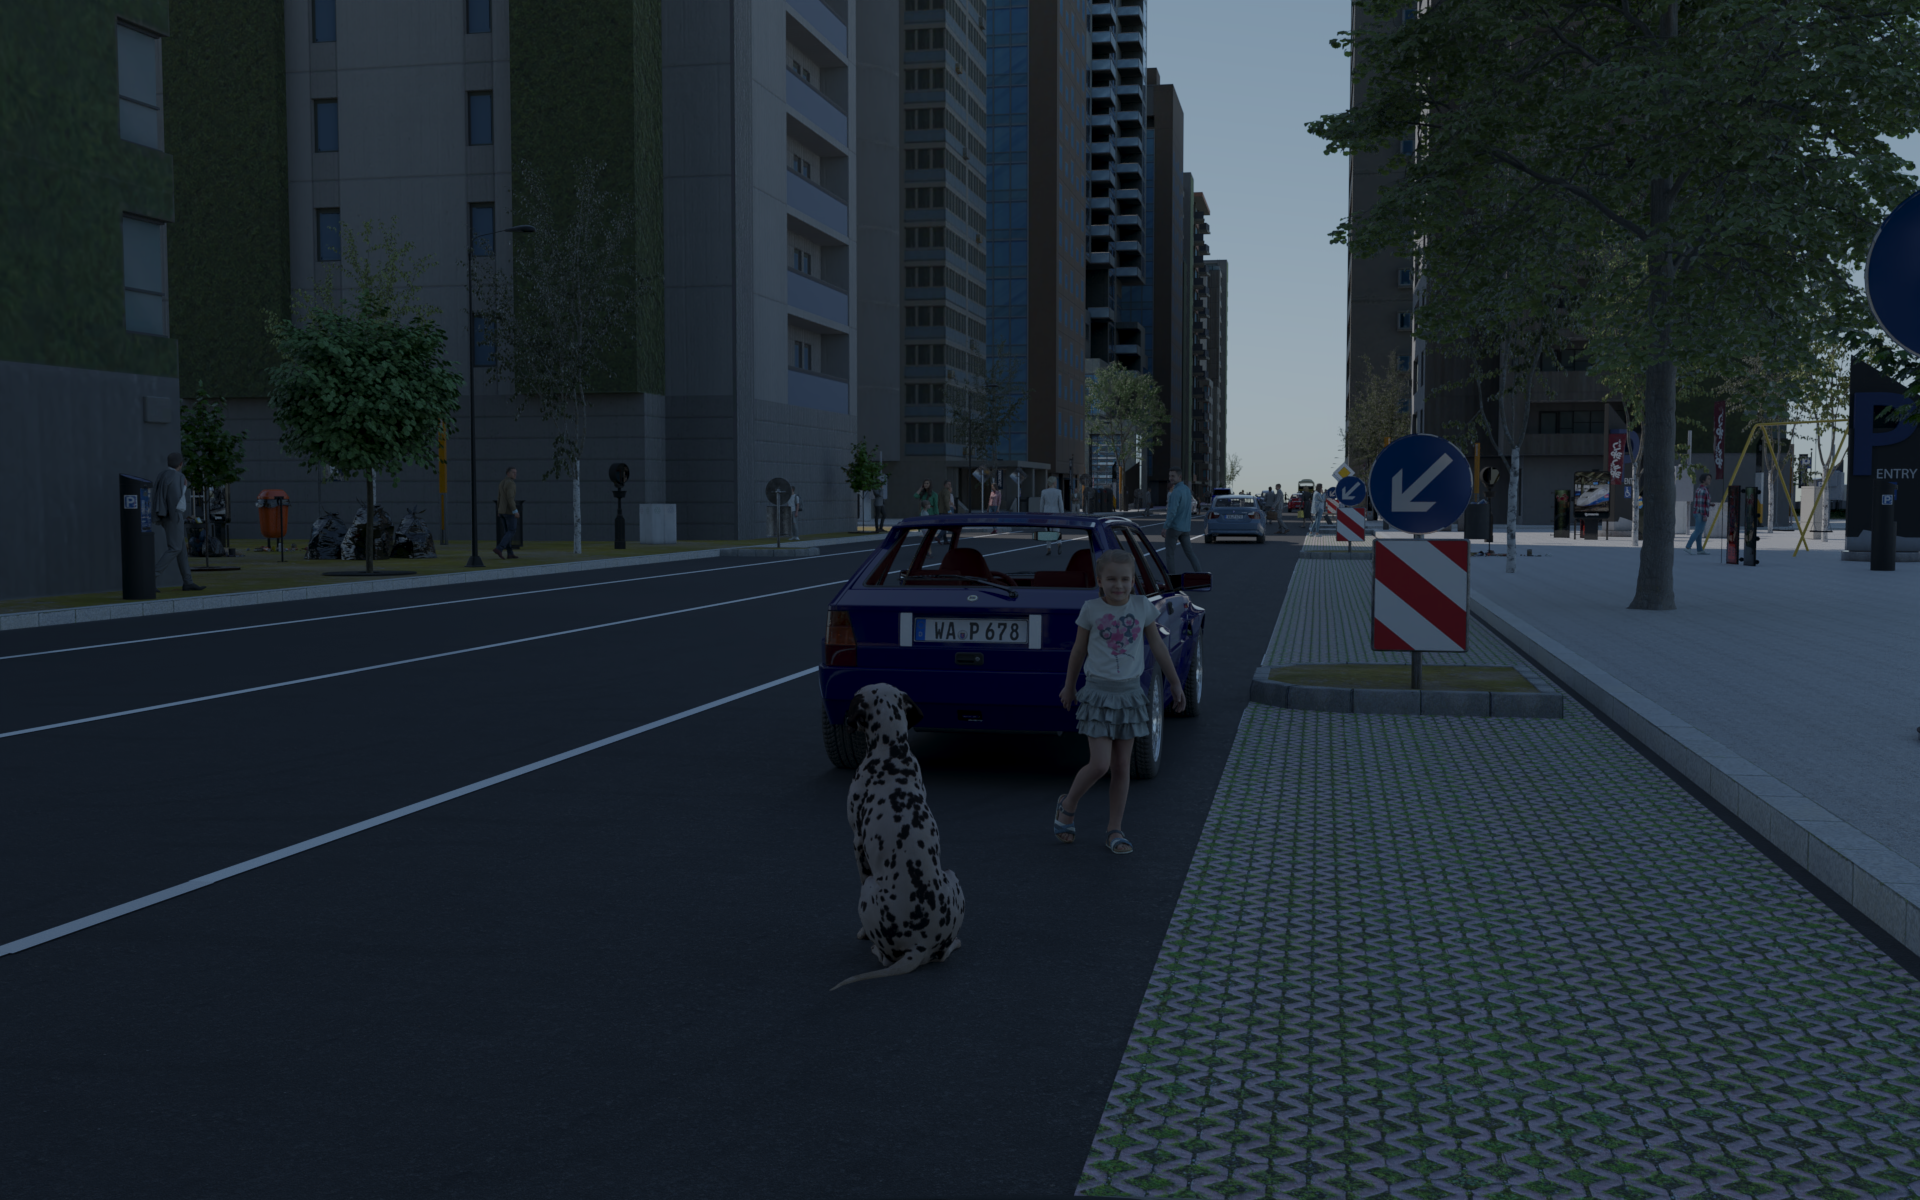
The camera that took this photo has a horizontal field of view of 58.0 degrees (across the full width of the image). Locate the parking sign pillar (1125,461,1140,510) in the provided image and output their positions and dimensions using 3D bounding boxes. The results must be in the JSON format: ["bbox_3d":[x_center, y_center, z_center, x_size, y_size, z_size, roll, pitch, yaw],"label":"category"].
[{"bbox_3d":[14.159,-9.454,143.044,1.447,3.967,1.447,-1,4,-18],"label":"parking sign pillar"}]

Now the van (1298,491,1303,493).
[{"bbox_3d":[53.334,-16.051,269.452,2.013,2.044,4.112,1,4,13],"label":"van"}]

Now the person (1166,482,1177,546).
[{"bbox_3d":[5.908,-2.360,47.653,0.524,1.755,0.480,0,4,-2],"label":"person"}]

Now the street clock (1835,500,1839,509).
[{"bbox_3d":[58.363,-6.766,115.199,0.358,2.002,0.471,-2,4,-23],"label":"street clock"}]

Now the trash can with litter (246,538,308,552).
[{"bbox_3d":[-15.296,-1.724,39.239,1.678,1.210,2.233,0,4,1],"label":"trash can with litter"}]

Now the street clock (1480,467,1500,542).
[{"bbox_3d":[14.045,-2.531,45.951,0.471,2.002,0.358,0,4,-1],"label":"street clock"}]

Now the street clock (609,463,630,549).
[{"bbox_3d":[-7.923,-2.186,40.310,0.358,2.002,0.471,2,4,32],"label":"street clock"}]

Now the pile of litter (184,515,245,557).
[{"bbox_3d":[-15.518,-1.317,35.495,1.719,0.858,1.176,2,4,24],"label":"pile of litter"}]

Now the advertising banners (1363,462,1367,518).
[{"bbox_3d":[21.895,-5.927,93.102,0.090,3.025,2.074,0,4,2],"label":"advertising banners"}]

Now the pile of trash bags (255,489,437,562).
[{"bbox_3d":[-12.123,-1.477,33.900,1.912,1.369,3.447,3,4,37],"label":"pile of trash bags"}]

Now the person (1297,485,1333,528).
[{"bbox_3d":[15.140,-3.977,73.744,1.509,1.804,0.699,1,4,10],"label":"person"}]

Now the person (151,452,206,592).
[{"bbox_3d":[-10.326,-1.014,22.731,0.850,1.850,0.679,-3,5,-42],"label":"person"}]

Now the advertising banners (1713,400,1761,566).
[{"bbox_3d":[14.138,-2.165,31.588,0.090,3.025,2.074,0,4,2],"label":"advertising banners"}]

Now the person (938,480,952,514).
[{"bbox_3d":[-0.429,-2.472,48.832,0.656,1.842,0.836,2,4,34],"label":"person"}]

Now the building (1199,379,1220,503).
[{"bbox_3d":[26.674,-26.362,276.061,27.650,21.520,28.899,1,4,12],"label":"building"}]

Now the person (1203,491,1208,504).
[{"bbox_3d":[33.055,-13.786,232.169,1.217,1.735,0.721,-2,4,-33],"label":"person"}]

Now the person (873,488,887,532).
[{"bbox_3d":[-2.726,-3.231,59.056,0.473,1.802,0.592,2,4,29],"label":"person"}]

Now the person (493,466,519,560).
[{"bbox_3d":[-8.904,-1.723,34.121,0.656,1.842,0.836,1,4,21],"label":"person"}]

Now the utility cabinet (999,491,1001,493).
[{"bbox_3d":[1.986,-6.043,107.481,1.173,1.500,0.318,3,5,42],"label":"utility cabinet"}]

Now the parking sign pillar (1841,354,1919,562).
[{"bbox_3d":[17.721,-2.732,33.134,1.447,3.967,1.447,1,4,22],"label":"parking sign pillar"}]

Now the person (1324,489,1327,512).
[{"bbox_3d":[28.697,-7.792,135.781,0.818,1.842,0.514,-2,4,-34],"label":"person"}]

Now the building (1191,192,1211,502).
[{"bbox_3d":[23.871,-36.182,246.197,22.147,44.769,28.867,1,4,12],"label":"building"}]

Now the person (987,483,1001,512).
[{"bbox_3d":[1.204,-3.272,62.015,0.555,1.821,0.388,2,4,30],"label":"person"}]

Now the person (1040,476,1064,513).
[{"bbox_3d":[2.152,-1.946,40.197,0.514,1.842,0.818,-1,4,-12],"label":"person"}]

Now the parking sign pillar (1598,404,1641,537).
[{"bbox_3d":[19.916,-3.891,52.094,1.447,3.967,1.447,-3,4,-36],"label":"parking sign pillar"}]

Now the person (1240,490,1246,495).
[{"bbox_3d":[20.662,-7.182,126.480,0.519,1.759,0.362,1,4,21],"label":"person"}]

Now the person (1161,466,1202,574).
[{"bbox_3d":[3.279,-1.061,25.702,0.638,1.841,0.748,-3,5,-43],"label":"person"}]

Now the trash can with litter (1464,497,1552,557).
[{"bbox_3d":[11.089,-1.510,35.739,2.233,1.210,1.678,1,4,10],"label":"trash can with litter"}]

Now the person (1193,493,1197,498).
[{"bbox_3d":[28.530,-12.511,211.133,0.750,1.759,0.617,-2,4,-27],"label":"person"}]

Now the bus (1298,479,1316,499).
[{"bbox_3d":[56.836,-17.888,284.021,2.896,3.916,12.252,1,4,12],"label":"bus"}]

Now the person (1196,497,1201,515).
[{"bbox_3d":[16.342,-6.453,118.669,0.373,1.253,0.362,0,4,-5],"label":"person"}]

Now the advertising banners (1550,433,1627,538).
[{"bbox_3d":[18.246,-3.308,50.267,2.074,3.025,0.090,2,4,31],"label":"advertising banners"}]

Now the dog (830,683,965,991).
[{"bbox_3d":[-0.253,0.703,5.348,0.513,0.831,0.800,1,4,20],"label":"dog"}]

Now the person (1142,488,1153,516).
[{"bbox_3d":[12.134,-6.292,111.488,0.853,1.813,0.709,-1,4,-17],"label":"person"}]

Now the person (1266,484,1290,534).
[{"bbox_3d":[11.500,-3.296,62.509,0.853,1.813,0.709,1,4,14],"label":"person"}]

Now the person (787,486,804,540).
[{"bbox_3d":[-4.621,-2.425,48.283,0.503,1.515,0.523,1,4,10],"label":"person"}]

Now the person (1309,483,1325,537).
[{"bbox_3d":[11.873,-2.987,57.605,0.793,1.790,0.793,-3,4,-37],"label":"person"}]

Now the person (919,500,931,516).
[{"bbox_3d":[-0.748,-1.584,38.672,0.394,1.301,0.425,-1,4,-22],"label":"person"}]

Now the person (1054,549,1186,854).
[{"bbox_3d":[0.651,0.396,7.044,0.505,1.210,0.382,-1,4,-9],"label":"person"}]

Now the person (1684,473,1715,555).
[{"bbox_3d":[15.624,-1.817,36.587,0.643,1.720,0.563,1,4,15],"label":"person"}]

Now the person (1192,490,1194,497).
[{"bbox_3d":[26.818,-11.827,200.140,0.721,1.735,1.217,1,4,17],"label":"person"}]

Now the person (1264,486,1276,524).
[{"bbox_3d":[14.870,-4.561,83.276,0.606,1.804,0.583,0,4,-7],"label":"person"}]

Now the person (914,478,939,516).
[{"bbox_3d":[-0.735,-1.914,40.044,0.600,1.795,0.529,1,4,14],"label":"person"}]

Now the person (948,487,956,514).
[{"bbox_3d":[-0.439,-3.592,67.905,0.731,1.740,0.598,3,5,40],"label":"person"}]

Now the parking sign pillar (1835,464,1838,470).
[{"bbox_3d":[68.372,-8.985,135.379,1.447,3.967,1.447,-1,4,-20],"label":"parking sign pillar"}]

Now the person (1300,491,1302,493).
[{"bbox_3d":[30.244,-8.806,153.153,0.721,1.739,1.217,3,5,41],"label":"person"}]

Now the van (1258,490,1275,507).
[{"bbox_3d":[31.744,-10.492,178.560,2.013,2.044,4.112,1,4,11],"label":"van"}]

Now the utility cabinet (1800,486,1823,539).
[{"bbox_3d":[24.279,-2.484,49.285,0.318,1.500,1.173,1,4,9],"label":"utility cabinet"}]

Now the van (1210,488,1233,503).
[{"bbox_3d":[26.011,-10.219,171.466,2.240,2.365,5.245,1,4,13],"label":"van"}]

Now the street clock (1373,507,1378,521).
[{"bbox_3d":[20.127,-4.853,83.922,0.358,2.002,0.471,-1,4,-17],"label":"street clock"}]

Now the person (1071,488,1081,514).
[{"bbox_3d":[5.920,-4.867,88.618,0.519,1.759,0.362,0,4,5],"label":"person"}]
